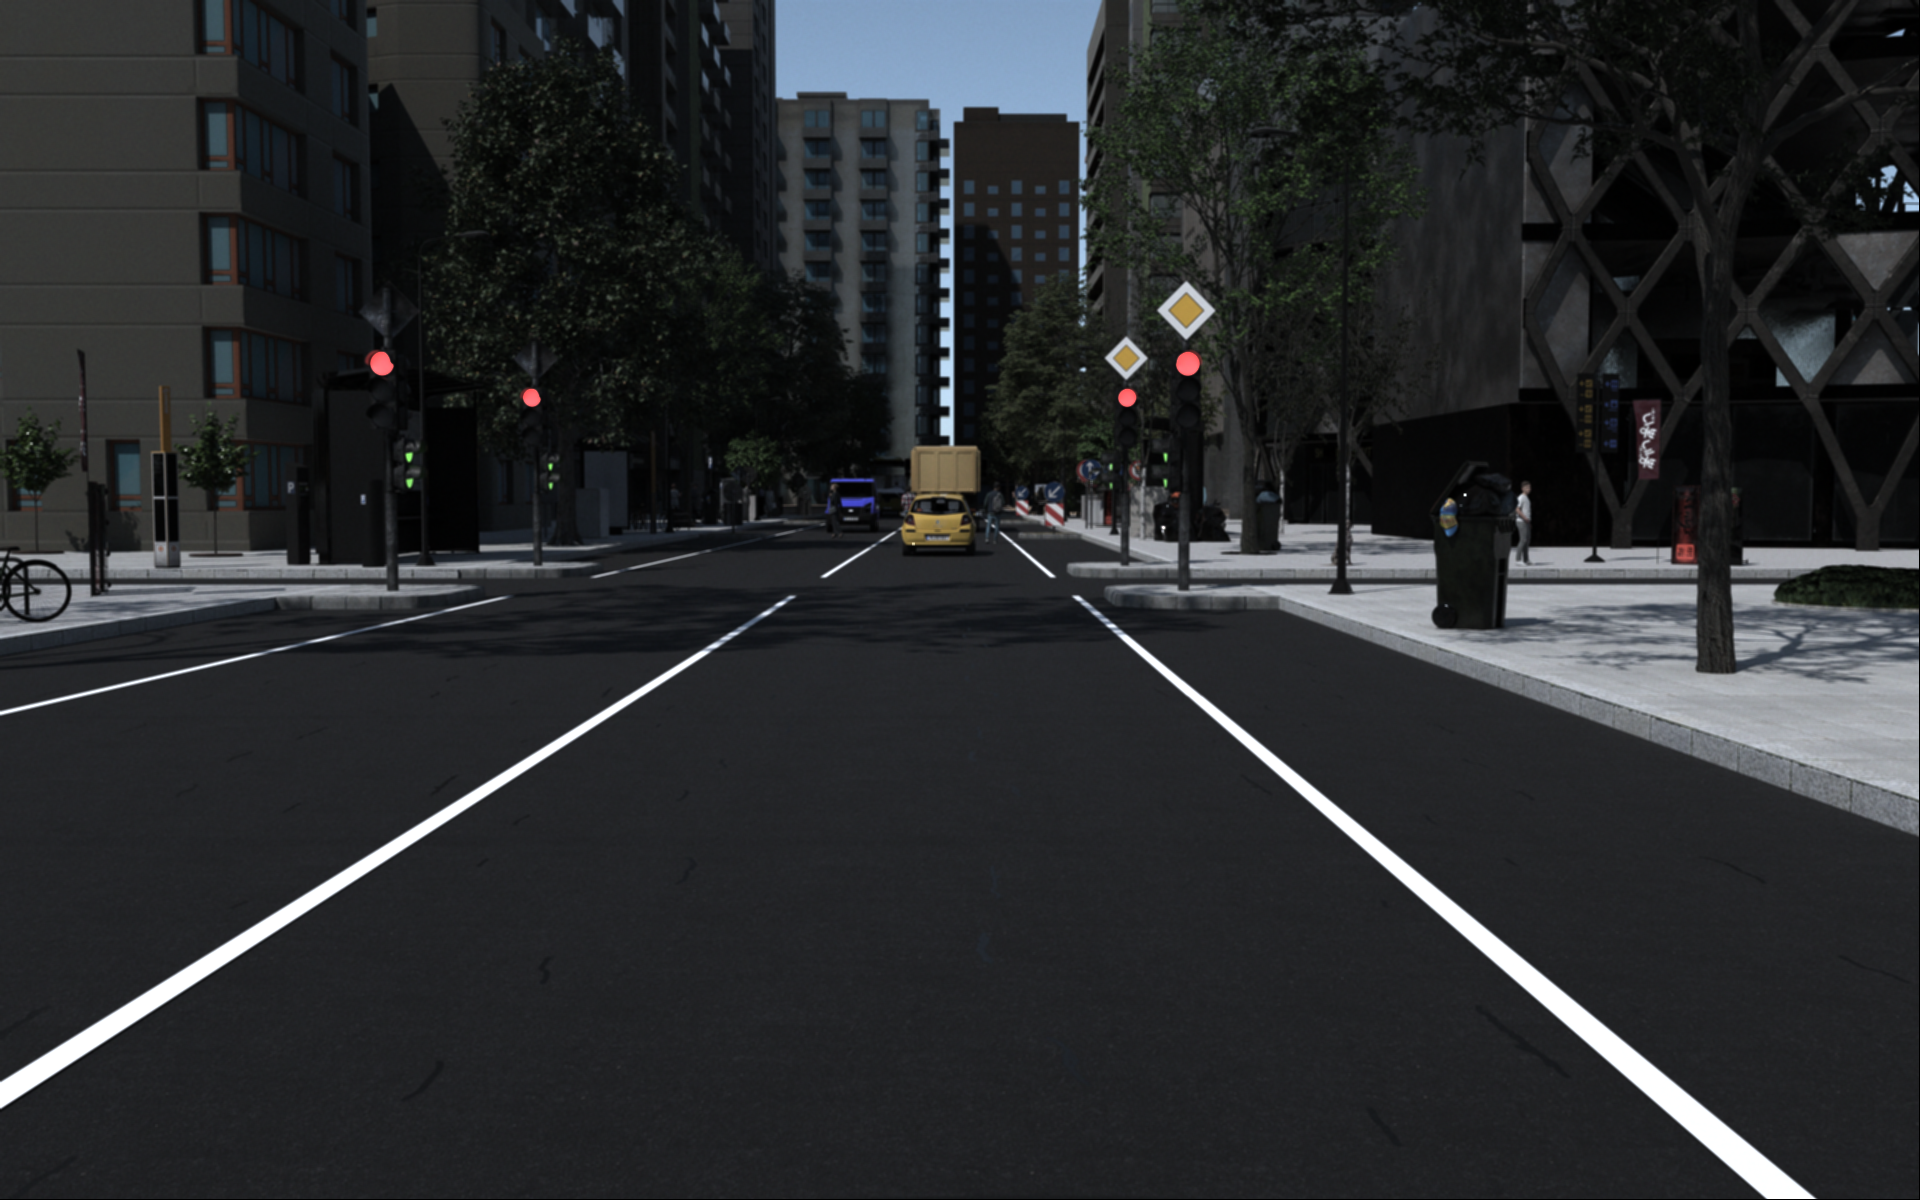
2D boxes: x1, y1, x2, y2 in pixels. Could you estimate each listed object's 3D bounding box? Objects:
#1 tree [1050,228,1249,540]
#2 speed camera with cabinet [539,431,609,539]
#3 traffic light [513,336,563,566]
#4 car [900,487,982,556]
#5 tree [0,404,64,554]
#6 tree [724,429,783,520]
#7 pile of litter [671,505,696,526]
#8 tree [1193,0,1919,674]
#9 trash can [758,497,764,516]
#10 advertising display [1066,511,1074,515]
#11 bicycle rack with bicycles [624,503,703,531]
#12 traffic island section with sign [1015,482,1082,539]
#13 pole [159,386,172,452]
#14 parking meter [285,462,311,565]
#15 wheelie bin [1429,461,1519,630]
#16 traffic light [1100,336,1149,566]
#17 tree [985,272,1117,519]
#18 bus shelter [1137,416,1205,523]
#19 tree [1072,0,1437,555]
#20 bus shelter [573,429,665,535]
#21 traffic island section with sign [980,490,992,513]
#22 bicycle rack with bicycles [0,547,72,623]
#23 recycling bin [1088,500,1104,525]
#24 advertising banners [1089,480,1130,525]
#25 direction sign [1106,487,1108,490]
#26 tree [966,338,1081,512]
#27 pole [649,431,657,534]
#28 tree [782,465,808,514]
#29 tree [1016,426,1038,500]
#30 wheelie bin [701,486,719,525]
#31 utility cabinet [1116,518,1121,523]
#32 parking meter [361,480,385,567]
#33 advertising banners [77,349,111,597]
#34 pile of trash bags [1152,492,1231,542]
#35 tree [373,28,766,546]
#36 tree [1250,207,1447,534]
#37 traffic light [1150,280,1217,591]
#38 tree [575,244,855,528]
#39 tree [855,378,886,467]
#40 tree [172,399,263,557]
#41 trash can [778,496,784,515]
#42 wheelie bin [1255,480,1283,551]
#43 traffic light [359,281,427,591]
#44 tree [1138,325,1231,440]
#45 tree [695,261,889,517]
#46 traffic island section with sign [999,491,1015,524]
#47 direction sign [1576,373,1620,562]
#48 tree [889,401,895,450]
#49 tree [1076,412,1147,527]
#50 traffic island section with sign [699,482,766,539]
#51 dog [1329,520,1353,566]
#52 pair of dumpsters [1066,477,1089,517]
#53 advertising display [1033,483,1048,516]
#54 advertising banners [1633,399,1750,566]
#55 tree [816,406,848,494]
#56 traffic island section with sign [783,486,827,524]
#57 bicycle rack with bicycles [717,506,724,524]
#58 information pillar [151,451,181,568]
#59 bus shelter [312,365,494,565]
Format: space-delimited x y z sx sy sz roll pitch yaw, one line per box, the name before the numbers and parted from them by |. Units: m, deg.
tree | 4.938 -5.977 48.090 4.360 8.622 3.978 0 3 0
speed camera with cabinet | -11.231 -3.424 50.316 2.038 3.252 0.660 1 4 19
traffic light | -7.529 -2.564 30.847 0.839 4.253 0.868 0 4 0
car | -0.472 -1.913 41.504 2.015 1.641 3.980 0 4 1
tree | -20.025 -2.609 37.259 1.663 3.219 1.824 0 3 0
tree | -10.401 -6.355 87.622 4.285 4.588 4.351 0 3 0
pile of litter | -11.145 -3.392 69.429 1.176 0.858 1.719 0 4 -3
tree | 5.109 -4.753 12.127 7.601 10.594 8.767 -1 4 -11
trash can | -11.679 -5.438 100.557 0.748 1.137 0.748 0 3 0
advertising display | 6.530 -6.164 105.999 0.974 1.923 0.123 1 4 23
bicycle rack with bicycles | -10.856 -2.912 60.990 2.852 0.926 2.925 1 4 11
traffic island section with sign | 2.917 -2.918 56.336 1.989 1.847 2.006 0 4 0
pole | -15.002 -2.380 32.757 0.158 3.312 0.155 0 3 0
parking meter | -11.997 -1.570 31.387 0.399 1.863 0.255 2 4 32
wheelie bin | 4.940 -0.532 16.610 0.693 1.594 0.980 2 4 34
traffic light | 2.933 -2.567 30.890 0.839 4.253 0.868 0 4 0
tree | 4.953 -10.453 89.040 7.486 12.596 7.792 0 3 0
bus shelter | 6.608 -3.929 55.526 1.731 3.624 6.357 0 4 0
tree | 5.984 -6.773 36.497 9.928 11.665 9.643 0 3 0
bus shelter | -11.103 -3.834 56.608 2.014 3.302 5.546 0 3 0
traffic island section with sign | 2.707 -7.626 133.310 1.989 1.847 2.006 0 4 0
bicycle rack with bicycles | -10.386 -0.233 17.199 2.925 0.926 2.852 -1 4 -11
recycling bin | 5.759 -3.624 71.814 0.722 1.027 0.722 2 4 24
advertising banners | 6.144 -4.570 70.907 2.074 3.025 0.090 -1 4 -14
direction sign | 6.279 -5.004 73.815 0.876 3.537 0.379 1 4 10
tree | 5.272 -12.576 122.630 9.611 12.733 9.660 0 3 0
pole | -9.896 -3.788 55.781 0.158 3.312 0.155 0 3 0
tree | -10.659 -7.288 113.761 1.663 3.219 1.824 0 3 0
tree | 5.005 -11.930 145.416 4.737 8.622 4.395 0 3 0
wheelie bin | -10.439 -3.940 72.326 0.693 1.594 0.980 -1 4 -19
utility cabinet | 6.905 -4.071 77.722 1.020 1.237 0.306 -3 5 -43
parking meter | -10.329 -1.349 30.459 0.372 1.533 0.369 0 3 0
advertising banners | -10.978 -1.575 21.938 0.090 3.025 2.074 -1 4 -19
pile of trash bags | 6.229 -2.320 47.677 1.912 1.369 3.447 0 4 -4
tree | -9.886 -7.723 43.282 9.611 12.733 9.660 0 3 0
tree | 10.447 -5.822 45.551 4.360 8.622 3.978 0 3 0
traffic light | 2.953 -2.079 22.905 0.839 4.253 0.868 0 4 0
tree | -10.600 -8.575 65.956 9.928 11.665 9.643 0 3 0
tree | -10.148 -13.992 154.522 9.928 11.665 9.643 0 3 0
tree | -15.446 -2.515 35.726 1.663 3.219 1.824 0 3 0
trash can | -11.096 -5.742 105.542 0.748 1.137 0.748 0 3 0
wheelie bin | 6.802 -1.895 38.885 0.693 1.594 0.980 -2 4 -35
traffic light | -7.508 -2.076 22.862 0.839 4.253 0.868 0 4 0
tree | 9.484 -7.491 72.839 4.737 8.622 4.395 0 3 0
tree | -10.345 -11.618 96.605 9.857 13.997 8.962 0 3 0
traffic island section with sign | 2.846 -4.567 83.291 1.989 1.847 2.006 0 4 0
direction sign | 11.984 -2.484 32.609 0.876 3.537 0.379 -1 4 -13
tree | -11.207 -16.069 169.387 9.857 13.997 8.962 0 3 0
tree | 6.000 -5.146 67.855 4.285 4.588 4.351 0 3 0
traffic island section with sign | -7.310 -2.892 55.904 1.989 1.847 2.006 0 4 0
dog | 6.786 -1.031 31.233 0.800 0.831 0.513 -1 4 -15
pair of dumpsters | 6.429 -5.849 98.122 1.574 2.255 4.437 0 4 0
advertising display | 4.841 -6.027 103.753 0.974 1.923 0.123 -2 4 -27
advertising banners | 13.236 -2.157 31.447 2.074 3.025 0.090 3 5 39
tree | -10.702 -11.512 138.587 4.360 8.622 3.978 0 3 0
traffic island section with sign | -7.370 -4.540 82.859 1.989 1.847 2.006 0 4 0
bicycle rack with bicycles | -11.172 -3.730 74.367 2.925 0.926 2.852 -1 4 -12
information pillar | -13.753 -1.560 30.000 0.304 2.012 0.304 1 4 18
bus shelter | -10.859 -2.630 34.285 1.731 3.624 6.357 0 4 0
